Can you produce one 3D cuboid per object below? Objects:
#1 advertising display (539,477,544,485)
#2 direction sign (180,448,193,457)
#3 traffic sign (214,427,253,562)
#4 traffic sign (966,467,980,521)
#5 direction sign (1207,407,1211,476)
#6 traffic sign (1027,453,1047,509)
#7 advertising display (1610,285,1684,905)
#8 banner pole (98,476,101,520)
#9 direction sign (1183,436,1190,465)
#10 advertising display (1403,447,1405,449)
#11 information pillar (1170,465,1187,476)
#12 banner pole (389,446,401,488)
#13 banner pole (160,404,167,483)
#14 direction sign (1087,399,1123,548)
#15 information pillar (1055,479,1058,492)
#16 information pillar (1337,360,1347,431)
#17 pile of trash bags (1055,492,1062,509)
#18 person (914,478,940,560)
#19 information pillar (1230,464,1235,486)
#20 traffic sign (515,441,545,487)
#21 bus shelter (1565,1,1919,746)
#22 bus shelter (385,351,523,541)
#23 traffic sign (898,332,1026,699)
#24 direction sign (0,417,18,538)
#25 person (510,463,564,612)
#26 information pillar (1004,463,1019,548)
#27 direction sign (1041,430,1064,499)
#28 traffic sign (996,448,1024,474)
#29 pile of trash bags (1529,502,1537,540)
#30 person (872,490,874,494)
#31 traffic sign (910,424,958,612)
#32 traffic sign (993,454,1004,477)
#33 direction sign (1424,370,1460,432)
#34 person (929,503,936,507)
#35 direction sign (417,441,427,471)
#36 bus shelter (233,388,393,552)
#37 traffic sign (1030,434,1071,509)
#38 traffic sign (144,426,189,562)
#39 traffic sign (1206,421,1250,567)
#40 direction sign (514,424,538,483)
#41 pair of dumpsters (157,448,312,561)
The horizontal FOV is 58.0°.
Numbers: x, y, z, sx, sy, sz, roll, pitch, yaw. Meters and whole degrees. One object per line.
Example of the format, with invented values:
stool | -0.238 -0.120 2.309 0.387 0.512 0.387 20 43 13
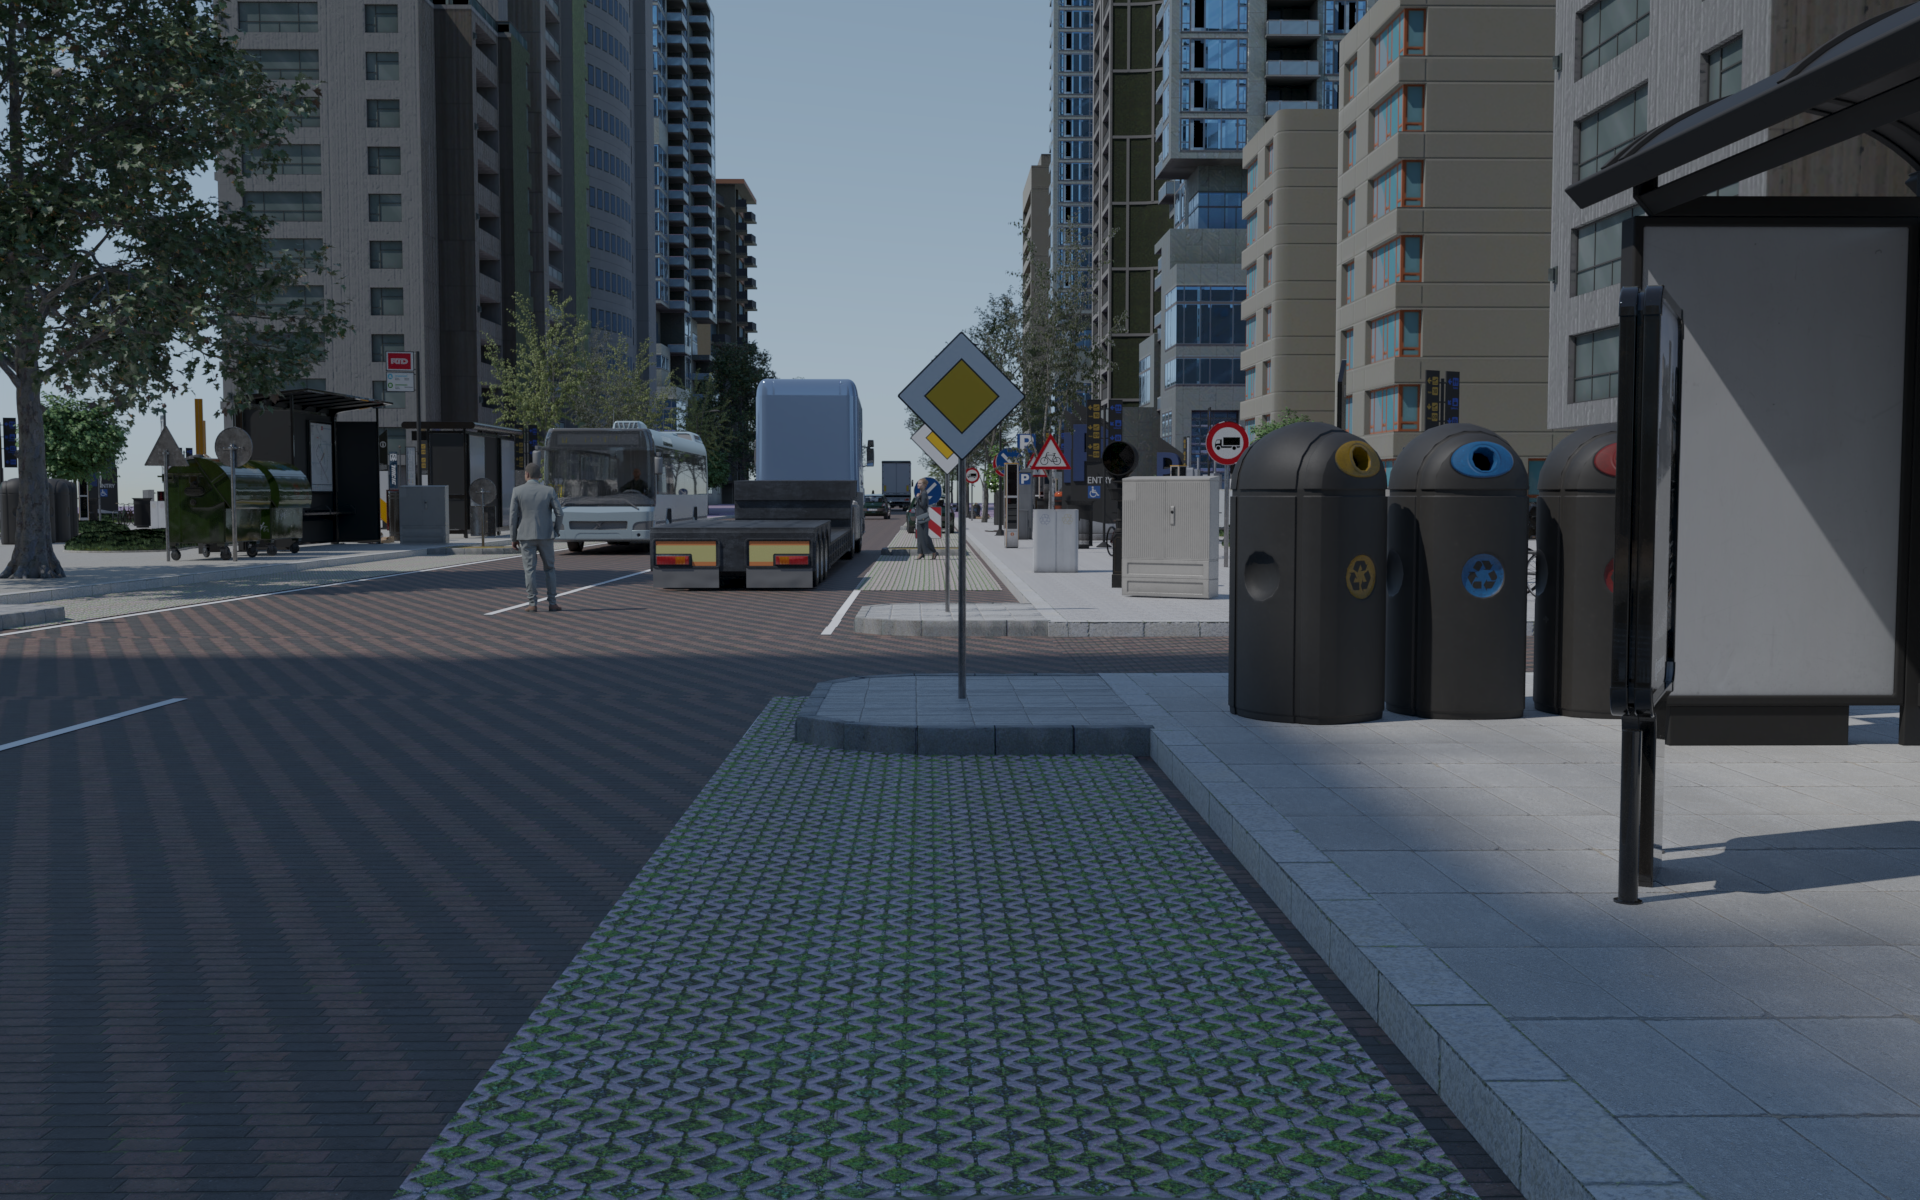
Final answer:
advertising display | -15.544 -3.707 65.821 0.974 1.923 0.123 -1 4 -16
direction sign | -37.775 -5.652 84.403 0.379 3.537 0.876 3 4 37
traffic sign | -13.797 -2.005 32.894 0.768 2.556 0.104 0 4 7
traffic sign | 0.575 -5.067 82.958 0.768 2.556 0.104 0 4 1
direction sign | 6.532 -3.270 45.461 0.379 3.537 0.876 0 4 4
traffic sign | 2.299 -3.286 53.724 0.884 2.594 0.081 0 4 0
advertising display | 2.287 -0.034 5.764 0.123 1.923 0.974 2 4 26
banner pole | -36.474 -5.102 73.438 0.401 3.779 0.863 -1 4 -19
direction sign | 8.884 -4.650 68.027 0.379 3.537 0.876 0 4 -7
advertising display | 6.280 -1.165 24.264 0.123 1.923 0.974 1 4 18
information pillar | 5.581 -2.433 44.277 0.304 2.012 0.304 -3 5 -40
banner pole | -29.193 -6.099 89.729 0.863 3.779 0.401 1 4 15
banner pole | -22.136 -3.558 48.189 0.401 3.779 0.863 -2 4 -35
direction sign | 3.464 -3.031 41.548 0.876 3.537 0.379 -1 4 -10
information pillar | 4.530 -4.819 83.286 0.304 2.012 0.304 1 4 21
information pillar | 6.612 -2.367 30.062 0.183 3.616 0.504 1 4 21
pile of trash bags | 4.634 -3.593 68.502 1.912 1.369 3.447 2 4 30
person | -0.757 -1.748 37.509 0.534 1.772 0.576 -2 4 -24
information pillar | 14.709 -6.242 93.413 0.183 3.616 0.504 -1 4 -18
traffic sign | -16.010 -4.435 66.384 2.265 3.308 0.079 0 4 3
bus shelter | 4.179 -0.756 6.286 2.014 3.302 5.546 0 4 -1
bus shelter | -15.057 -4.508 51.334 2.179 5.291 8.768 0 4 -1
traffic sign | 0.010 -0.438 10.812 0.795 2.450 0.064 0 4 -1
direction sign | -28.351 -3.622 51.212 0.876 3.537 0.379 -1 4 -19
person | -5.157 -0.765 21.108 0.635 1.810 0.391 -2 4 -24
information pillar | 1.216 -2.232 40.987 0.304 2.012 0.304 0 4 -7
direction sign | 3.303 -4.221 61.009 0.876 3.537 0.379 0 4 -1
traffic sign | 1.365 -2.902 47.561 0.768 2.556 0.104 0 4 7
pile of trash bags | 15.063 -2.369 48.493 3.447 1.369 1.912 0 4 4
person | -6.507 -7.385 129.963 1.217 1.735 0.721 0 4 6
traffic sign | -0.139 -0.927 18.796 0.795 2.450 0.064 0 4 -1
traffic sign | 1.350 -3.134 51.348 0.768 2.556 0.104 0 4 6
direction sign | 8.857 -2.440 31.883 0.876 3.537 0.379 -2 4 -32
person | -1.005 -2.601 53.629 0.523 1.515 0.503 -1 4 -21
direction sign | -17.754 -4.036 57.989 0.876 3.537 0.379 1 4 12
bus shelter | -15.329 -3.066 41.420 1.731 3.624 6.357 0 4 -1
traffic sign | 1.967 -2.296 37.550 0.884 2.594 0.081 0 4 7
traffic sign | -15.062 -2.011 32.882 0.884 2.594 0.081 0 4 5
traffic sign | 4.661 -1.845 30.264 0.768 2.556 0.104 0 4 -1
direction sign | -14.145 -3.946 56.520 0.379 3.537 0.876 3 5 40
pair of dumpsters | -14.735 -2.007 35.316 1.574 2.255 4.437 0 4 -1
